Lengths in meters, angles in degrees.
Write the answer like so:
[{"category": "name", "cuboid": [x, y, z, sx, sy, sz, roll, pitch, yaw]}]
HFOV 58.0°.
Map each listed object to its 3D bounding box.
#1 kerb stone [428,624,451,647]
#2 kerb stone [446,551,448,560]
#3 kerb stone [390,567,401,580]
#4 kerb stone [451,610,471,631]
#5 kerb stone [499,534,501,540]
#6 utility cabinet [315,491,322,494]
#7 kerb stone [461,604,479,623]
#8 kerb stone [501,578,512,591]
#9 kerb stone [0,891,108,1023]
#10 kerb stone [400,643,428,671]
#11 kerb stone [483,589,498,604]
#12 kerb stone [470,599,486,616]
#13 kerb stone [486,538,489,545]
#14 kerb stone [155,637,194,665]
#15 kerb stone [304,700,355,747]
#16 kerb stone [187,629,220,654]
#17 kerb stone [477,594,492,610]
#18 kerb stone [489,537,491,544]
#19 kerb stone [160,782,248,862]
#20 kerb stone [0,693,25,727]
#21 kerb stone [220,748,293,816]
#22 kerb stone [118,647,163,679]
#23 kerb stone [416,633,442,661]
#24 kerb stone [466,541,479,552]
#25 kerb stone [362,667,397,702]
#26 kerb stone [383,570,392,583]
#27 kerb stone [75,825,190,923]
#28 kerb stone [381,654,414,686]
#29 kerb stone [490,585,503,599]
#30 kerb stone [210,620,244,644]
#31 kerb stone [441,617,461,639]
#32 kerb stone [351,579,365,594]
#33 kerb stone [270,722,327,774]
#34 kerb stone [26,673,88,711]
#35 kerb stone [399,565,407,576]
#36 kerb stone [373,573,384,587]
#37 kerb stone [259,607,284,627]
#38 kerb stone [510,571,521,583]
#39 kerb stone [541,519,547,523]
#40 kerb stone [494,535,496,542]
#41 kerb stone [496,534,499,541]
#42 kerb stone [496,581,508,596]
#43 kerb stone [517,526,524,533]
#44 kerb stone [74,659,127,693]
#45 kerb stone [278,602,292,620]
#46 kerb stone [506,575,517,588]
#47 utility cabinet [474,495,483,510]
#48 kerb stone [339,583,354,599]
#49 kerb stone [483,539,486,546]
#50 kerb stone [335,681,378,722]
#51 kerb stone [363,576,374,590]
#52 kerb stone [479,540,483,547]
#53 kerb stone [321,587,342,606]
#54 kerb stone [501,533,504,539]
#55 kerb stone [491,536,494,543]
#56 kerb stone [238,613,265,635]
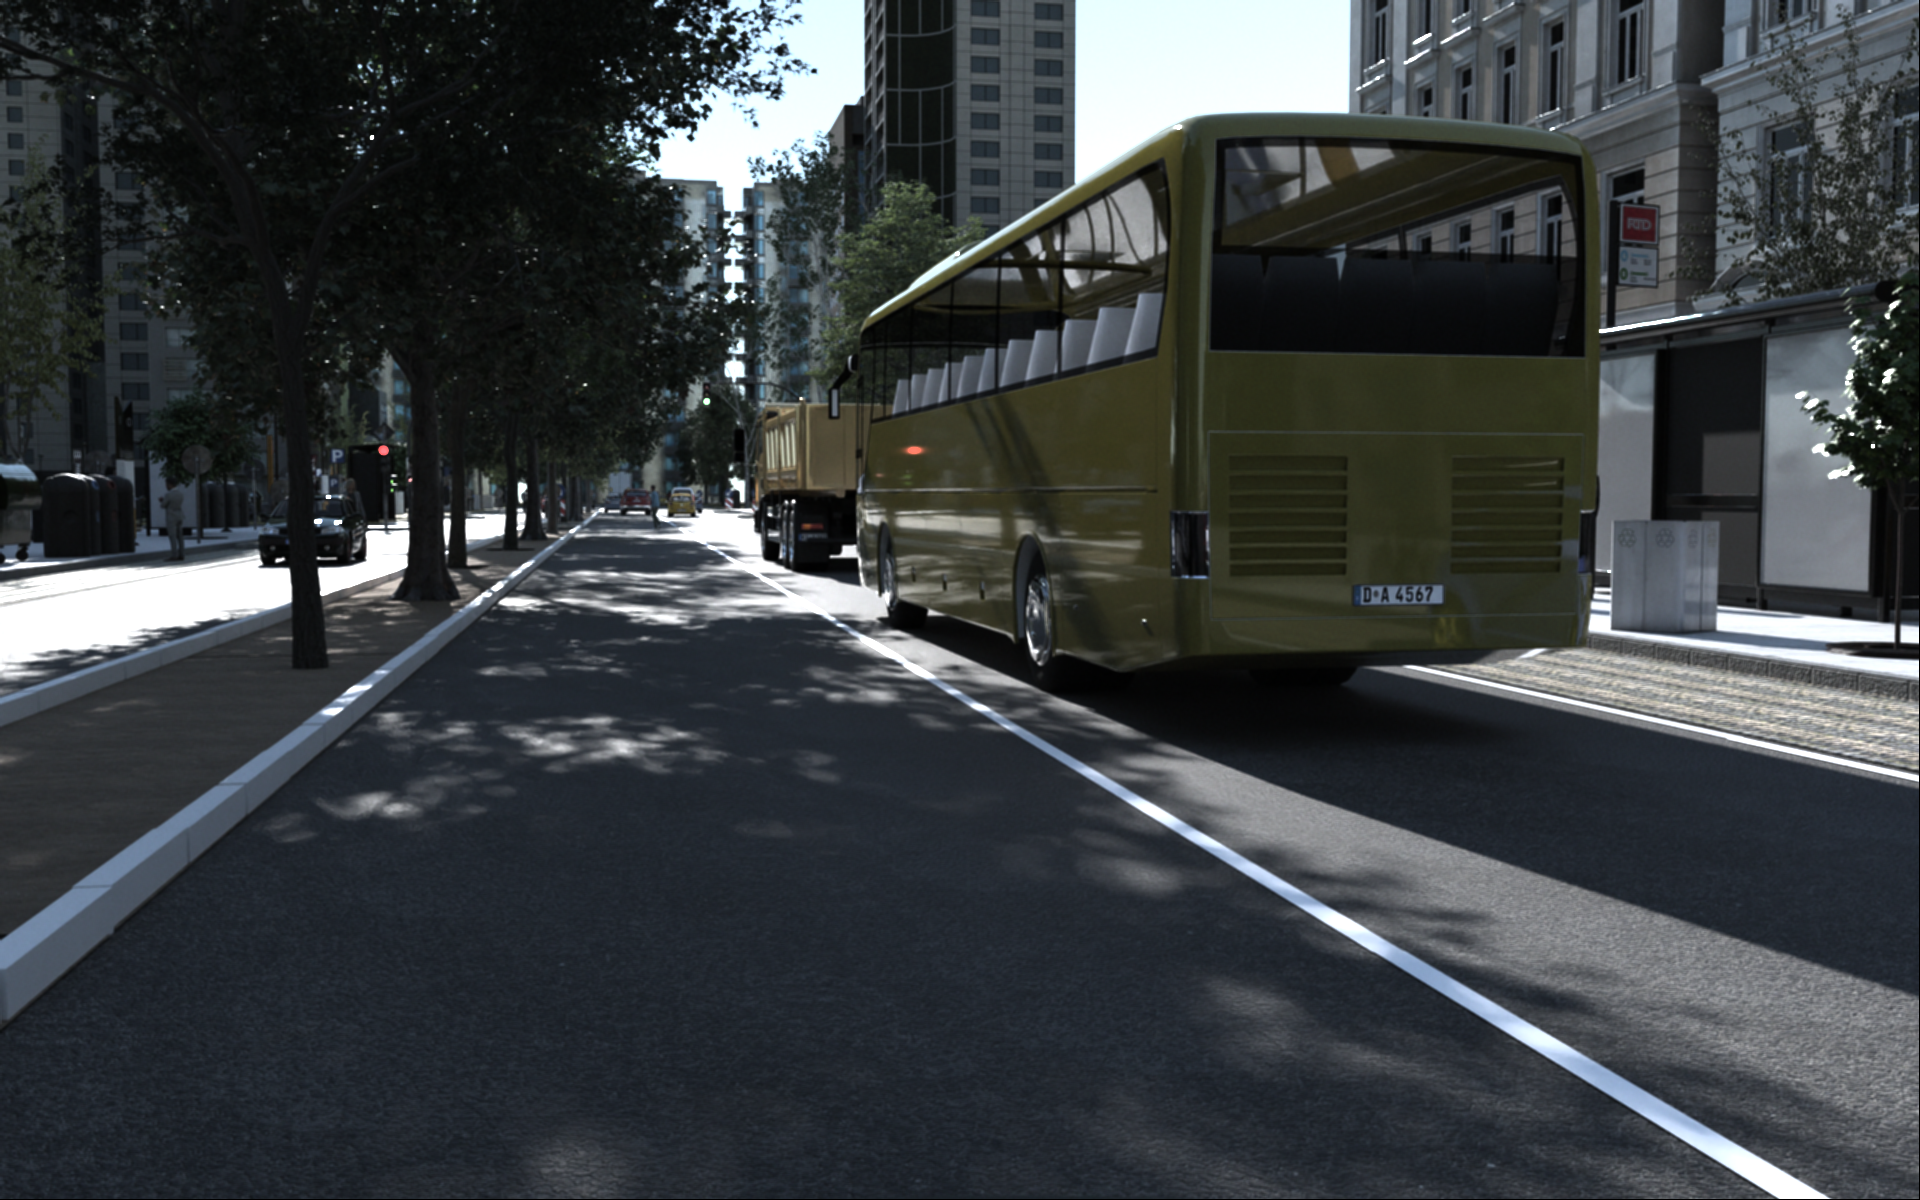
[{"category": "kerb stone", "cuboid": [-4.906, 0.364, 16.243, 0.120, 0.150, 1.000, -1, 4, -11]}, {"category": "kerb stone", "cuboid": [-11.467, -1.015, 38.924, 0.120, 0.150, 1.000, -1, 4, -11]}, {"category": "kerb stone", "cuboid": [-9.491, -0.408, 28.873, 0.120, 0.150, 1.000, -1, 4, -11]}, {"category": "kerb stone", "cuboid": [-5.289, 0.241, 18.255, 0.120, 0.150, 1.000, -1, 4, -11]}, {"category": "kerb stone", "cuboid": [-14.210, -1.885, 53.011, 0.120, 0.150, 1.000, -1, 4, -11]}, {"category": "utility cabinet", "cuboid": [-42.791, -6.551, 115.779, 1.173, 1.500, 0.318, 0, 4, 0]}, {"category": "kerb stone", "cuboid": [-5.485, 0.180, 19.258, 0.120, 0.150, 1.000, -1, 4, -11]}, {"category": "kerb stone", "cuboid": [-6.667, -0.189, 25.292, 0.120, 0.150, 1.000, -1, 4, -11]}, {"category": "kerb stone", "cuboid": [-2.731, 1.042, 5.161, 0.120, 0.150, 1.000, -1, 4, -11]}, {"category": "kerb stone", "cuboid": [-4.506, 0.492, 14.223, 0.120, 0.150, 1.000, -1, 4, -11]}, {"category": "kerb stone", "cuboid": [-6.078, -0.005, 22.271, 0.120, 0.150, 1.000, -1, 4, -11]}, {"category": "kerb stone", "cuboid": [-5.682, 0.120, 20.266, 0.120, 0.150, 1.000, -1, 4, -11]}, {"category": "kerb stone", "cuboid": [-13.235, -1.577, 47.991, 0.120, 0.150, 1.000, -1, 4, -11]}, {"category": "kerb stone", "cuboid": [-6.756, 0.452, 14.799, 0.120, 0.150, 1.000, -1, 4, -11]}, {"category": "kerb stone", "cuboid": [-3.717, 0.735, 10.196, 0.120, 0.150, 1.000, -1, 4, -11]}, {"category": "kerb stone", "cuboid": [-6.958, 0.398, 15.806, 0.120, 0.150, 1.000, -1, 4, -11]}, {"category": "kerb stone", "cuboid": [-5.875, 0.057, 21.270, 0.120, 0.150, 1.000, -1, 4, -11]}, {"category": "kerb stone", "cuboid": [-13.429, -1.639, 48.999, 0.120, 0.150, 1.000, -1, 4, -11]}, {"category": "kerb stone", "cuboid": [-3.128, 0.923, 7.166, 0.120, 0.150, 1.000, -1, 4, -11]}, {"category": "kerb stone", "cuboid": [-5.966, 0.702, 10.773, 0.120, 0.150, 1.000, -1, 4, -11]}, {"category": "kerb stone", "cuboid": [-3.322, 0.857, 8.180, 0.120, 0.150, 1.000, -1, 4, -11]}, {"category": "kerb stone", "cuboid": [-6.561, 0.516, 13.788, 0.120, 0.150, 1.000, -1, 4, -11]}, {"category": "kerb stone", "cuboid": [-4.700, 0.429, 15.242, 0.120, 0.150, 1.000, -1, 4, -11]}, {"category": "kerb stone", "cuboid": [-12.647, -1.389, 44.969, 0.120, 0.150, 1.000, -1, 4, -11]}, {"category": "kerb stone", "cuboid": [-4.113, 0.614, 12.208, 0.120, 0.150, 1.000, -1, 4, -11]}, {"category": "kerb stone", "cuboid": [-9.311, -0.342, 27.867, 0.120, 0.150, 1.000, -1, 4, -11]}, {"category": "kerb stone", "cuboid": [-2.936, 0.981, 6.162, 0.120, 0.150, 1.000, -1, 4, -11]}, {"category": "kerb stone", "cuboid": [-4.307, 0.550, 13.215, 0.120, 0.150, 1.000, -1, 4, -11]}, {"category": "kerb stone", "cuboid": [-6.279, -0.066, 23.280, 0.120, 0.150, 1.000, -1, 4, -11]}, {"category": "kerb stone", "cuboid": [-7.150, 0.329, 16.811, 0.120, 0.150, 1.000, -1, 4, -11]}, {"category": "kerb stone", "cuboid": [-5.099, 0.303, 17.246, 0.120, 0.150, 1.000, -1, 4, -11]}, {"category": "kerb stone", "cuboid": [-8.718, -0.162, 24.854, 0.120, 0.150, 1.000, -1, 4, -11]}, {"category": "kerb stone", "cuboid": [-3.524, 0.805, 9.191, 0.120, 0.150, 1.000, -1, 4, -11]}, {"category": "kerb stone", "cuboid": [-6.165, 0.637, 11.775, 0.120, 0.150, 1.000, -1, 4, -11]}, {"category": "kerb stone", "cuboid": [-9.705, -0.467, 29.873, 0.120, 0.150, 1.000, -1, 4, -11]}, {"category": "kerb stone", "cuboid": [-9.107, -0.286, 26.866, 0.120, 0.150, 1.000, -1, 4, -11]}, {"category": "kerb stone", "cuboid": [-7.537, 0.207, 18.819, 0.120, 0.150, 1.000, -1, 4, -11]}, {"category": "kerb stone", "cuboid": [-7.055, -0.312, 27.299, 0.120, 0.150, 1.000, -1, 4, -11]}, {"category": "kerb stone", "cuboid": [-20.797, -3.950, 86.770, 0.120, 0.150, 1.000, -1, 4, -11]}, {"category": "kerb stone", "cuboid": [-13.829, -1.762, 51.003, 0.120, 0.150, 1.000, -1, 4, -11]}, {"category": "kerb stone", "cuboid": [-14.020, -1.823, 52.007, 0.120, 0.150, 1.000, -1, 4, -11]}, {"category": "kerb stone", "cuboid": [-6.464, -0.128, 24.290, 0.120, 0.150, 1.000, -1, 4, -11]}, {"category": "kerb stone", "cuboid": [-16.965, -2.745, 67.079, 0.120, 0.150, 1.000, -1, 4, -11]}, {"category": "kerb stone", "cuboid": [-6.369, 0.576, 12.780, 0.120, 0.150, 1.000, -1, 4, -11]}, {"category": "kerb stone", "cuboid": [-7.735, 0.148, 19.822, 0.120, 0.150, 1.000, -1, 4, -11]}, {"category": "kerb stone", "cuboid": [-6.858, -0.250, 26.296, 0.120, 0.150, 1.000, -1, 4, -11]}, {"category": "utility cabinet", "cuboid": [-39.179, -7.848, 139.479, 1.020, 1.237, 0.306, 0, 4, 8]}, {"category": "kerb stone", "cuboid": [-8.518, -0.101, 23.852, 0.120, 0.150, 1.000, -1, 4, -11]}, {"category": "kerb stone", "cuboid": [-13.030, -1.516, 46.988, 0.120, 0.150, 1.000, -1, 4, -11]}, {"category": "kerb stone", "cuboid": [-3.915, 0.672, 11.205, 0.120, 0.150, 1.000, -1, 4, -11]}, {"category": "kerb stone", "cuboid": [-8.917, -0.224, 25.861, 0.120, 0.150, 1.000, -1, 4, -11]}, {"category": "kerb stone", "cuboid": [-12.841, -1.453, 45.975, 0.120, 0.150, 1.000, -1, 4, -11]}, {"category": "kerb stone", "cuboid": [-8.328, -0.040, 22.845, 0.120, 0.150, 1.000, -1, 4, -11]}, {"category": "kerb stone", "cuboid": [-14.411, -1.946, 54.013, 0.120, 0.150, 1.000, -1, 4, -11]}, {"category": "kerb stone", "cuboid": [-13.623, -1.701, 50.002, 0.120, 0.150, 1.000, -1, 4, -11]}, {"category": "kerb stone", "cuboid": [-7.343, 0.270, 17.815, 0.120, 0.150, 1.000, -1, 4, -11]}]
